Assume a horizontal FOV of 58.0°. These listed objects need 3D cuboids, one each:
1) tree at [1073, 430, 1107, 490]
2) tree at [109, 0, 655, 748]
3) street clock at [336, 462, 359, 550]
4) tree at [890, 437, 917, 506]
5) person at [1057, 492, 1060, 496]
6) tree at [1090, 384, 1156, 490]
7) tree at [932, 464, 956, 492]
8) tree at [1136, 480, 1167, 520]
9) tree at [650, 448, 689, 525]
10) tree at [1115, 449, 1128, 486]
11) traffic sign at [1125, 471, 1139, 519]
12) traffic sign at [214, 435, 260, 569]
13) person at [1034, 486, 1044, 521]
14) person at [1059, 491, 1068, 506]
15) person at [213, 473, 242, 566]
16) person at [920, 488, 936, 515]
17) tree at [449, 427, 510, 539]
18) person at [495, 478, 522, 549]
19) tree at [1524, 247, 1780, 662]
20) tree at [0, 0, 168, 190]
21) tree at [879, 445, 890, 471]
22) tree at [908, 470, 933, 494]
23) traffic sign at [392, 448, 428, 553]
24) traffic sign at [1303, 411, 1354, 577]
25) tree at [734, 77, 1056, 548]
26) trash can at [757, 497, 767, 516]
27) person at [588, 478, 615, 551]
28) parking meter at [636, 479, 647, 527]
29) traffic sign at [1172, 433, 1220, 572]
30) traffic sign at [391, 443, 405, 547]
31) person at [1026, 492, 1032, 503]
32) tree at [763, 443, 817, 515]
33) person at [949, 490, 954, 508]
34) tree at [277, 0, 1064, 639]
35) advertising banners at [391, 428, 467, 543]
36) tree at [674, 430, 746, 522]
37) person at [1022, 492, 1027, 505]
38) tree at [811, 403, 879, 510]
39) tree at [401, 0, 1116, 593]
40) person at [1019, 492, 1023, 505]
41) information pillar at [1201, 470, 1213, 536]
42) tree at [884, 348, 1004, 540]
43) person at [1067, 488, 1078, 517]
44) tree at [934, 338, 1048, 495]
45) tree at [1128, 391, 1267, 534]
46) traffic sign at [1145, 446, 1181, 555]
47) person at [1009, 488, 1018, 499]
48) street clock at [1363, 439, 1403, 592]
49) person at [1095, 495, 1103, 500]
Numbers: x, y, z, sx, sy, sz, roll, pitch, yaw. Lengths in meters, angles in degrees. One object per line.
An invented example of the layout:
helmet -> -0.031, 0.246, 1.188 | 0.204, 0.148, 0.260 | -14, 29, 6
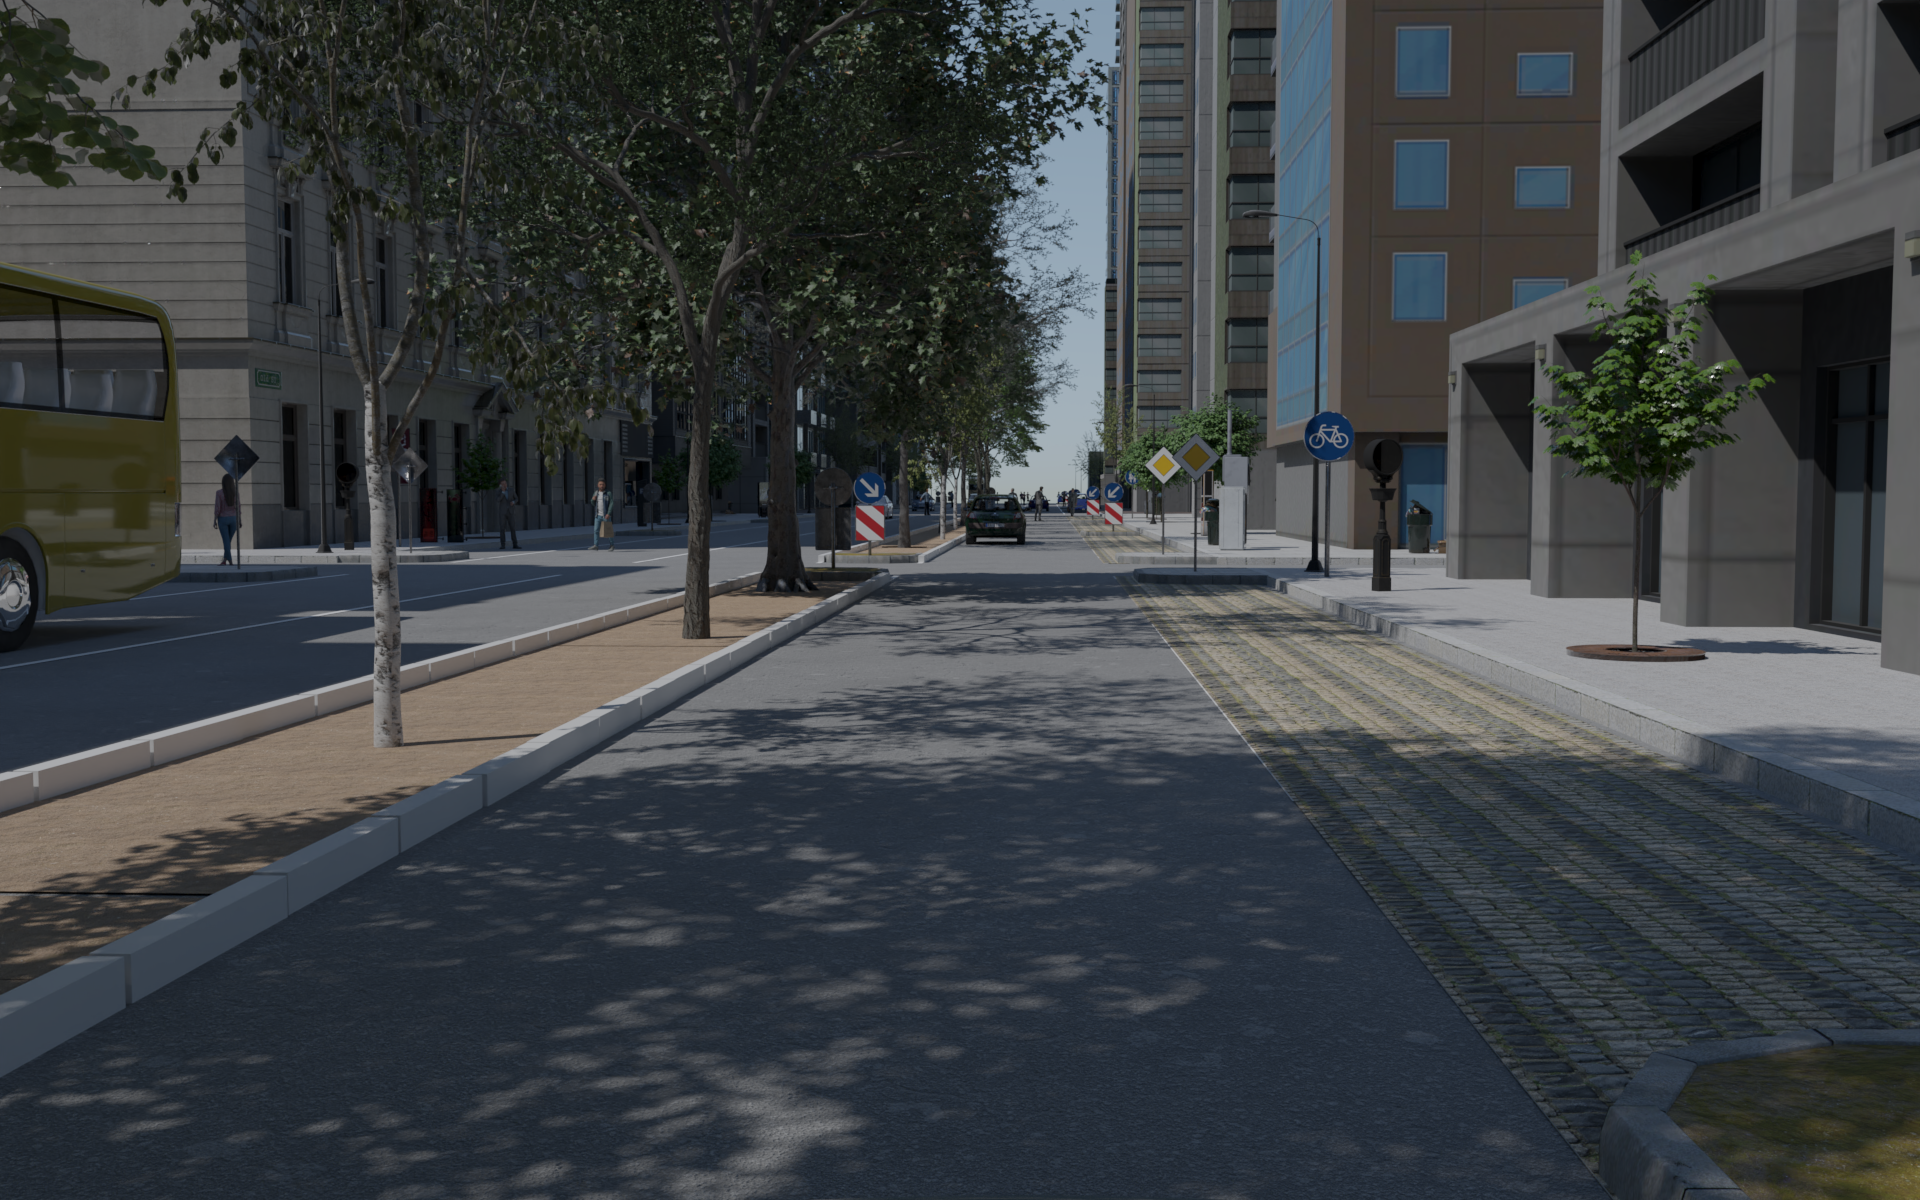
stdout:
tree -> 15.204, -15.201, 198.894 | 4.360, 8.622, 3.978 | 0, 3, 0
tree -> -3.225, -3.454, 9.287 | 4.360, 8.622, 3.978 | 0, 3, 0
street clock -> -13.985, -2.143, 39.603 | 0.471, 2.002, 0.358 | 0, 4, -8
tree -> -6.548, -14.351, 184.993 | 4.360, 8.622, 3.978 | 0, 3, 0
person -> 15.130, -15.668, 264.669 | 0.705, 1.824, 1.348 | -1, 4, -20
tree -> 10.597, -10.076, 115.099 | 4.737, 8.622, 4.395 | 0, 3, 0
tree -> -2.568, -18.986, 260.783 | 4.360, 8.622, 3.978 | 0, 3, 0
tree -> 9.964, -5.652, 87.018 | 1.663, 3.219, 1.824 | 0, 3, 0
tree -> -12.040, -4.757, 72.379 | 1.663, 3.219, 1.824 | 0, 3, 0
tree -> 9.185, -5.795, 78.458 | 4.285, 4.588, 4.351 | 0, 3, 0
traffic sign -> 9.006, -5.522, 90.385 | 0.768, 2.556, 0.104 | 1, 4, 12
traffic sign -> -12.281, -1.578, 29.443 | 0.795, 2.450, 0.064 | 0, 4, 3
person -> 4.229, -5.126, 92.114 | 0.447, 1.846, 0.655 | -3, 5, -43
person -> 12.081, -11.775, 201.036 | 1.348, 1.823, 0.705 | 3, 5, 39
person -> -13.841, -1.484, 32.770 | 0.388, 1.821, 0.555 | 2, 4, 33
person -> -2.216, -6.642, 117.083 | 1.348, 1.826, 0.705 | -3, 5, -40
tree -> -13.892, -3.381, 49.886 | 1.663, 3.219, 1.824 | 0, 3, 0
person -> -11.773, -2.254, 45.151 | 0.655, 1.846, 0.447 | -2, 4, -28
tree -> 5.343, -1.172, 13.760 | 1.663, 3.219, 1.824 | 0, 3, 0
tree -> -3.498, -5.046, 3.093 | 7.486, 12.596, 7.792 | 0, 3, 0
tree -> -8.558, -11.663, 141.059 | 4.360, 8.622, 3.978 | 0, 3, 0
tree -> -4.987, -14.090, 214.087 | 4.285, 4.588, 4.351 | 0, 3, 0
traffic sign -> -11.878, -2.066, 37.418 | 0.795, 2.450, 0.064 | 0, 4, 3
traffic sign -> 5.684, -1.630, 26.758 | 0.768, 2.556, 0.104 | 1, 4, 10
tree -> -1.499, -8.126, 45.682 | 12.009, 13.543, 11.850 | 0, 3, 0
trash can -> -11.285, -5.358, 99.249 | 0.748, 1.137, 0.748 | 0, 3, 0
person -> -8.822, -2.106, 42.924 | 0.794, 1.824, 0.713 | 3, 4, 36
parking meter -> -12.544, -3.821, 68.192 | 0.399, 1.863, 0.255 | -1, 4, -17
traffic sign -> 3.891, -1.527, 28.608 | 0.795, 2.450, 0.064 | 0, 4, 3
traffic sign -> -13.622, -2.572, 42.060 | 0.884, 2.594, 0.081 | 1, 4, 11
person -> 9.463, -14.199, 241.371 | 1.217, 1.743, 0.721 | 0, 4, -2
tree -> -10.505, -7.557, 107.269 | 4.285, 4.588, 4.351 | 0, 3, 0
person -> -0.857, -10.648, 182.585 | 0.705, 1.826, 1.348 | 1, 4, 20
tree -> -2.642, -4.866, 16.425 | 8.767, 10.594, 7.601 | 0, 4, 3
advertising banners -> -14.044, -3.035, 45.808 | 2.074, 3.025, 0.090 | 1, 4, 10
tree -> -11.719, -5.971, 81.336 | 4.285, 4.588, 4.351 | 0, 3, 0
person -> 8.264, -12.944, 220.841 | 0.721, 1.736, 1.217 | 3, 5, 44
tree -> -9.081, -11.051, 131.039 | 4.360, 8.622, 3.978 | 0, 3, 0
tree -> -2.598, -6.458, 25.058 | 9.611, 12.733, 9.660 | 0, 3, 0
person -> 8.174, -13.412, 228.230 | 0.683, 1.767, 0.568 | 0, 4, 2
information pillar -> 7.557, -2.967, 52.998 | 0.304, 2.012, 0.304 | 0, 4, -8
tree -> -0.565, -6.204, 54.252 | 4.737, 8.622, 4.395 | 0, 3, 0
person -> 7.015, -6.106, 108.433 | 0.694, 1.812, 0.767 | 1, 4, 20
tree -> 1.541, -10.455, 99.159 | 9.928, 11.665, 9.643 | 0, 3, 0
tree -> 8.200, -4.392, 55.516 | 4.285, 4.588, 4.351 | 0, 3, 0
traffic sign -> 4.294, -2.015, 36.582 | 0.795, 2.450, 0.064 | 0, 4, 3
person -> 2.975, -5.533, 99.369 | 0.661, 1.777, 0.834 | -2, 4, -28
street clock -> 5.568, -1.117, 22.828 | 0.471, 2.002, 0.358 | -1, 4, -18
person -> 15.143, -11.190, 191.468 | 1.348, 1.823, 0.705 | 0, 4, 6
